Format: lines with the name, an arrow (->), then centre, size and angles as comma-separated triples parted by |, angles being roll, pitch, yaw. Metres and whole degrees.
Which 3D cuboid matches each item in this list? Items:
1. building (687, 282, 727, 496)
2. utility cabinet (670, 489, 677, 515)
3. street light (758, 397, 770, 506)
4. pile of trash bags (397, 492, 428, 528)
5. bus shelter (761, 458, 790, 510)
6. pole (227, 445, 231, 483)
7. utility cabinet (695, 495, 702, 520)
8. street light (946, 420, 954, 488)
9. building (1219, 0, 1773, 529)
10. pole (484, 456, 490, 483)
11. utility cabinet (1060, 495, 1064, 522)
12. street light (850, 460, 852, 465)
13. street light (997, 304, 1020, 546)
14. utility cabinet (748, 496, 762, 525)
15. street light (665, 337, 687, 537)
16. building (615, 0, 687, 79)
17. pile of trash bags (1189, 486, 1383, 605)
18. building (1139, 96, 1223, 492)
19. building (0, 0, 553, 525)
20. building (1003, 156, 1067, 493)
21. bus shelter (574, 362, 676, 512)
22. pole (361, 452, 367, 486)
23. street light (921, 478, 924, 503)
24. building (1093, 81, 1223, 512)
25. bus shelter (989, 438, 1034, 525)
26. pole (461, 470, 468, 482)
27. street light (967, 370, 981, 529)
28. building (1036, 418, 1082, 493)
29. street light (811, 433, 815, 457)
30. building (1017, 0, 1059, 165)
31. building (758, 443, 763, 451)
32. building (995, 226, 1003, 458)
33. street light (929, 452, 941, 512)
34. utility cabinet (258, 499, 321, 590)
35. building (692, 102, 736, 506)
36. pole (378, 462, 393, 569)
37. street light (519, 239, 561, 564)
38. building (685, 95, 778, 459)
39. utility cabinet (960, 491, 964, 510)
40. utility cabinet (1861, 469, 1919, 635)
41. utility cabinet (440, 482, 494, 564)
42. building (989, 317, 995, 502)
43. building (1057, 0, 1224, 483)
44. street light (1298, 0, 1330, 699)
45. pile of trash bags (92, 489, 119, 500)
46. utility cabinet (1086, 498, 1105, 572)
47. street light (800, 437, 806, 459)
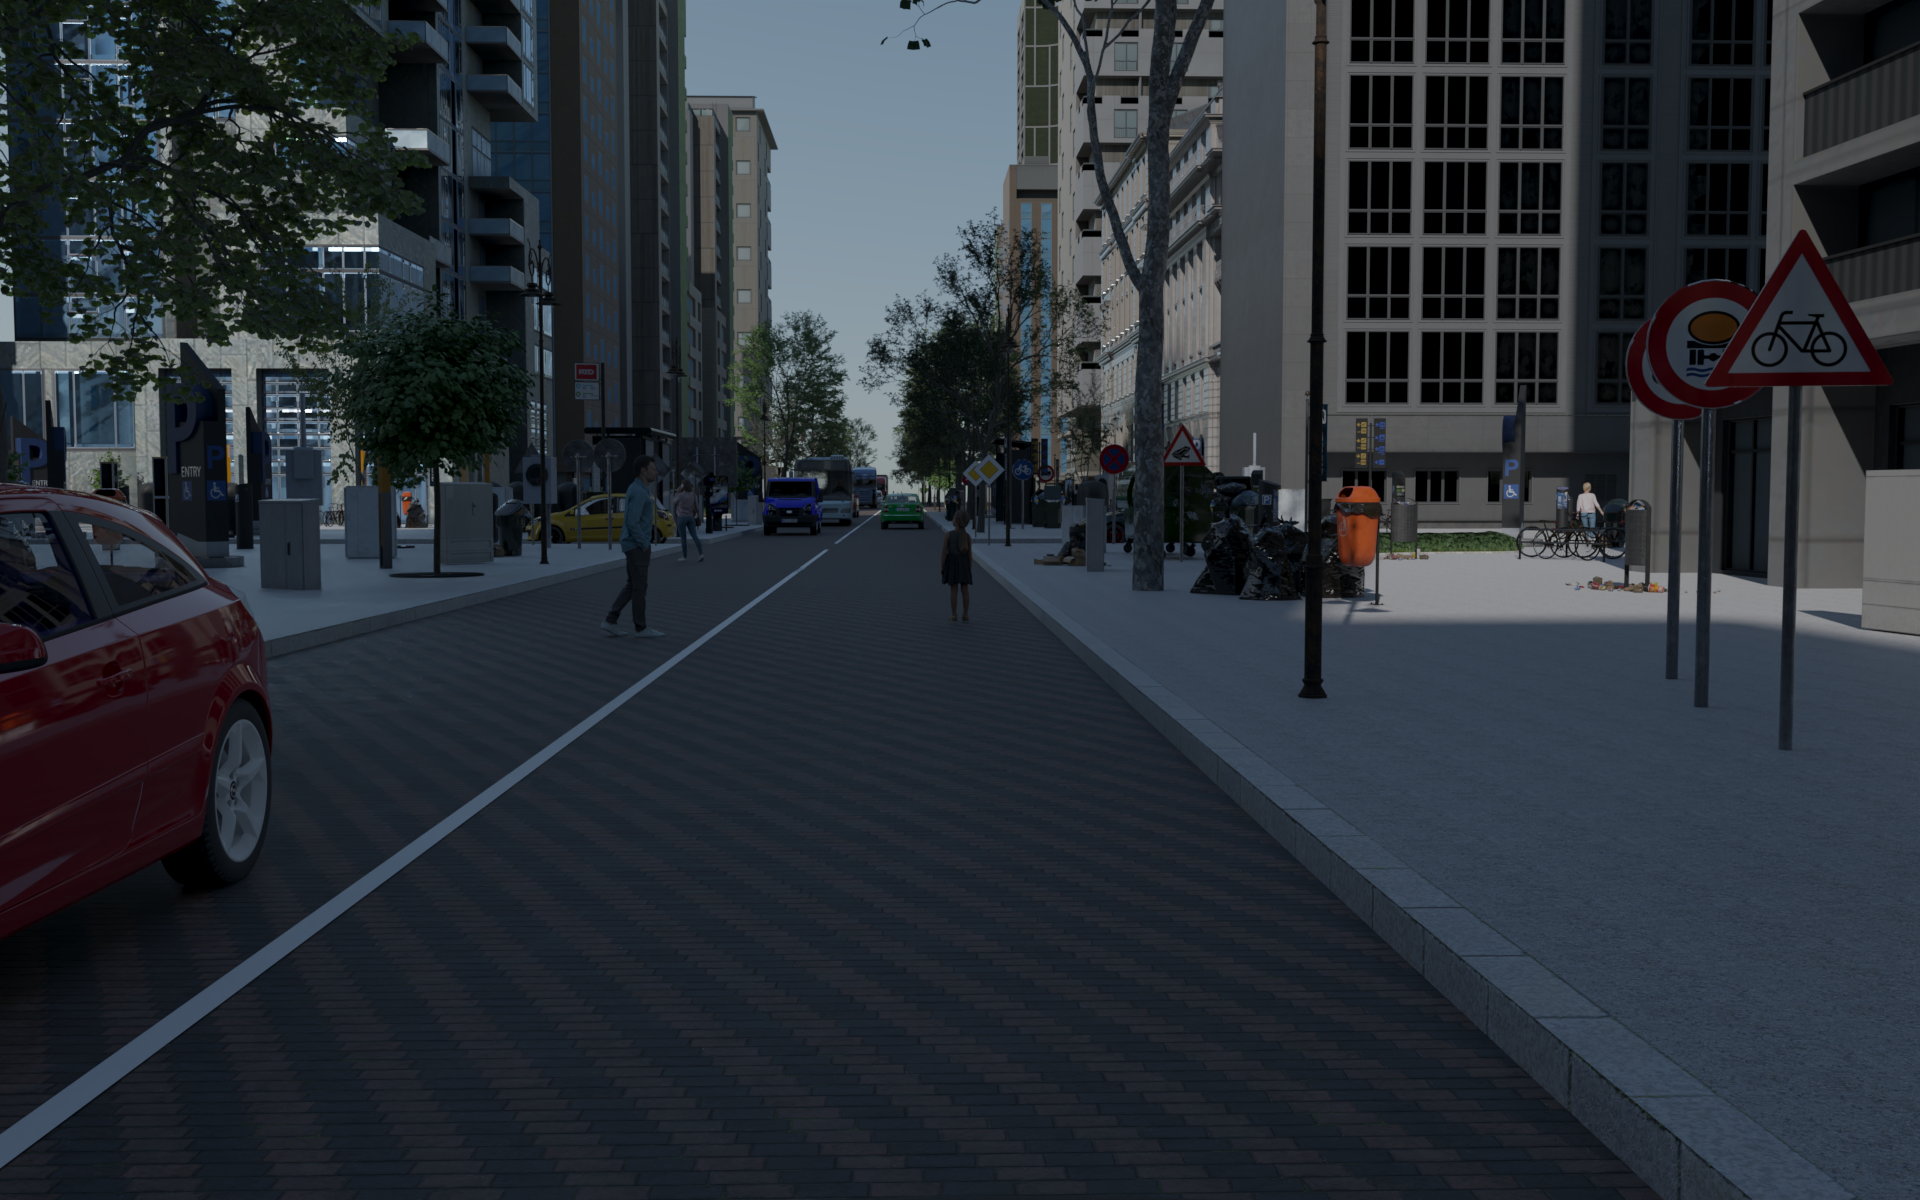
building -> -36.244, -18.952, 154.902 | 27.650, 21.520, 28.899 | 0, 4, -2
utility cabinet -> -17.377, -5.815, 103.753 | 1.173, 1.500, 0.318 | 3, 4, 37
street light -> -9.336, -6.731, 82.837 | 0.468, 5.910, 1.993 | 0, 4, -2
pile of trash bags -> -21.264, -3.450, 66.152 | 1.912, 1.369, 3.447 | -1, 4, -13
bus shelter -> -12.439, -7.631, 116.055 | 1.731, 3.624, 6.357 | 0, 4, -2
pole -> -30.127, -4.743, 71.391 | 0.158, 3.312, 0.155 | 0, 3, 0
utility cabinet -> -12.907, -4.550, 85.548 | 0.306, 1.237, 1.020 | -1, 4, -16
street light -> -0.554, -7.438, 94.403 | 0.468, 5.910, 1.993 | 0, 4, -2
building -> 23.491, -16.832, 68.718 | 24.014, 27.812, 14.314 | 0, 4, -2
pole -> -13.721, -3.452, 50.281 | 0.158, 3.312, 0.155 | 0, 3, 0
utility cabinet -> 4.981, -4.207, 79.954 | 1.020, 1.237, 0.306 | -1, 4, -22
street light -> -13.395, -14.594, 211.391 | 0.468, 5.910, 1.993 | 0, 4, -2
street light -> 1.177, -4.253, 42.328 | 0.468, 5.910, 1.993 | 0, 4, -2
utility cabinet -> -8.608, -3.764, 72.698 | 0.306, 1.237, 1.020 | -2, 4, -27
street light -> -8.365, -4.800, 51.268 | 0.468, 5.910, 1.993 | 0, 4, -2
building -> -28.706, -27.463, 132.617 | 14.154, 41.232, 14.086 | 0, 4, -2
pile of trash bags -> 4.235, -0.708, 21.330 | 1.912, 1.369, 3.447 | -1, 4, -15
building -> 17.538, -15.184, 90.054 | 13.314, 21.916, 24.055 | 0, 4, -2
building -> -32.887, -47.237, 85.003 | 22.319, 86.520, 31.000 | 0, 4, -2
building -> 12.979, -35.450, 229.713 | 14.600, 45.320, 14.200 | 0, 4, -2
bus shelter -> -10.757, -4.769, 55.598 | 2.179, 5.291, 8.768 | 0, 4, -2
pole -> -21.720, -4.239, 63.148 | 0.158, 3.312, 0.155 | 0, 3, 0
street light -> -4.034, -14.018, 201.987 | 0.468, 5.910, 1.993 | 0, 4, -2
building -> 16.310, -19.396, 114.395 | 12.463, 27.353, 25.104 | 0, 4, -2
bus shelter -> 2.227, -5.148, 75.460 | 1.731, 3.624, 6.357 | 0, 4, -2
pole -> -15.050, -3.594, 52.607 | 0.158, 3.312, 0.155 | 0, 3, 0
street light -> 0.503, -5.496, 62.643 | 0.468, 5.910, 1.993 | 0, 4, -2
building -> 23.952, -29.841, 179.789 | 32.217, 40.220, 23.993 | 0, 4, -2
street light -> -10.808, -9.475, 127.697 | 0.468, 5.910, 1.993 | 0, 4, -2
building -> 16.703, -49.430, 246.427 | 20.563, 71.187, 20.611 | 0, 4, -2
building -> -42.337, -34.713, 259.431 | 32.217, 40.220, 23.993 | 0, 4, -2
building -> 12.222, -35.538, 264.639 | 14.154, 41.232, 14.086 | 0, 4, -2
street light -> -2.004, -10.134, 138.485 | 0.468, 5.910, 1.993 | 0, 4, -2
utility cabinet -> -9.071, -0.750, 23.431 | 1.020, 1.237, 0.306 | 3, 4, 36
building -> -30.645, -30.123, 176.112 | 14.154, 41.232, 14.086 | 0, 4, -2
pole -> -9.877, -2.193, 29.704 | 0.158, 3.312, 0.155 | 0, 3, 0
street light -> -7.635, -3.599, 31.631 | 0.468, 5.910, 1.993 | 0, 4, -2
building -> -39.584, -39.390, 233.263 | 28.713, 52.752, 27.495 | 0, 4, -2
utility cabinet -> 0.000, -6.256, 110.957 | 0.318, 1.500, 1.173 | 1, 4, 15
utility cabinet -> 8.741, -0.433, 15.762 | 0.318, 1.500, 1.173 | 0, 4, -7
utility cabinet -> -9.103, -1.417, 31.840 | 0.318, 1.500, 1.173 | 2, 4, 29
building -> 11.578, -31.035, 279.124 | 14.160, 30.474, 14.107 | 0, 4, -2
building -> 23.164, -34.498, 153.273 | 28.713, 52.752, 27.495 | 0, 4, -2
street light -> 2.227, -2.323, 10.762 | 0.468, 5.910, 1.993 | 0, 4, -2
pile of trash bags -> -15.376, -1.124, 28.128 | 3.447, 1.369, 1.912 | -1, 4, -17
utility cabinet -> 2.272, -1.096, 29.075 | 0.306, 1.237, 1.020 | 0, 4, 3
street light -> -10.396, -8.663, 114.435 | 0.468, 5.910, 1.993 | 0, 4, -2
